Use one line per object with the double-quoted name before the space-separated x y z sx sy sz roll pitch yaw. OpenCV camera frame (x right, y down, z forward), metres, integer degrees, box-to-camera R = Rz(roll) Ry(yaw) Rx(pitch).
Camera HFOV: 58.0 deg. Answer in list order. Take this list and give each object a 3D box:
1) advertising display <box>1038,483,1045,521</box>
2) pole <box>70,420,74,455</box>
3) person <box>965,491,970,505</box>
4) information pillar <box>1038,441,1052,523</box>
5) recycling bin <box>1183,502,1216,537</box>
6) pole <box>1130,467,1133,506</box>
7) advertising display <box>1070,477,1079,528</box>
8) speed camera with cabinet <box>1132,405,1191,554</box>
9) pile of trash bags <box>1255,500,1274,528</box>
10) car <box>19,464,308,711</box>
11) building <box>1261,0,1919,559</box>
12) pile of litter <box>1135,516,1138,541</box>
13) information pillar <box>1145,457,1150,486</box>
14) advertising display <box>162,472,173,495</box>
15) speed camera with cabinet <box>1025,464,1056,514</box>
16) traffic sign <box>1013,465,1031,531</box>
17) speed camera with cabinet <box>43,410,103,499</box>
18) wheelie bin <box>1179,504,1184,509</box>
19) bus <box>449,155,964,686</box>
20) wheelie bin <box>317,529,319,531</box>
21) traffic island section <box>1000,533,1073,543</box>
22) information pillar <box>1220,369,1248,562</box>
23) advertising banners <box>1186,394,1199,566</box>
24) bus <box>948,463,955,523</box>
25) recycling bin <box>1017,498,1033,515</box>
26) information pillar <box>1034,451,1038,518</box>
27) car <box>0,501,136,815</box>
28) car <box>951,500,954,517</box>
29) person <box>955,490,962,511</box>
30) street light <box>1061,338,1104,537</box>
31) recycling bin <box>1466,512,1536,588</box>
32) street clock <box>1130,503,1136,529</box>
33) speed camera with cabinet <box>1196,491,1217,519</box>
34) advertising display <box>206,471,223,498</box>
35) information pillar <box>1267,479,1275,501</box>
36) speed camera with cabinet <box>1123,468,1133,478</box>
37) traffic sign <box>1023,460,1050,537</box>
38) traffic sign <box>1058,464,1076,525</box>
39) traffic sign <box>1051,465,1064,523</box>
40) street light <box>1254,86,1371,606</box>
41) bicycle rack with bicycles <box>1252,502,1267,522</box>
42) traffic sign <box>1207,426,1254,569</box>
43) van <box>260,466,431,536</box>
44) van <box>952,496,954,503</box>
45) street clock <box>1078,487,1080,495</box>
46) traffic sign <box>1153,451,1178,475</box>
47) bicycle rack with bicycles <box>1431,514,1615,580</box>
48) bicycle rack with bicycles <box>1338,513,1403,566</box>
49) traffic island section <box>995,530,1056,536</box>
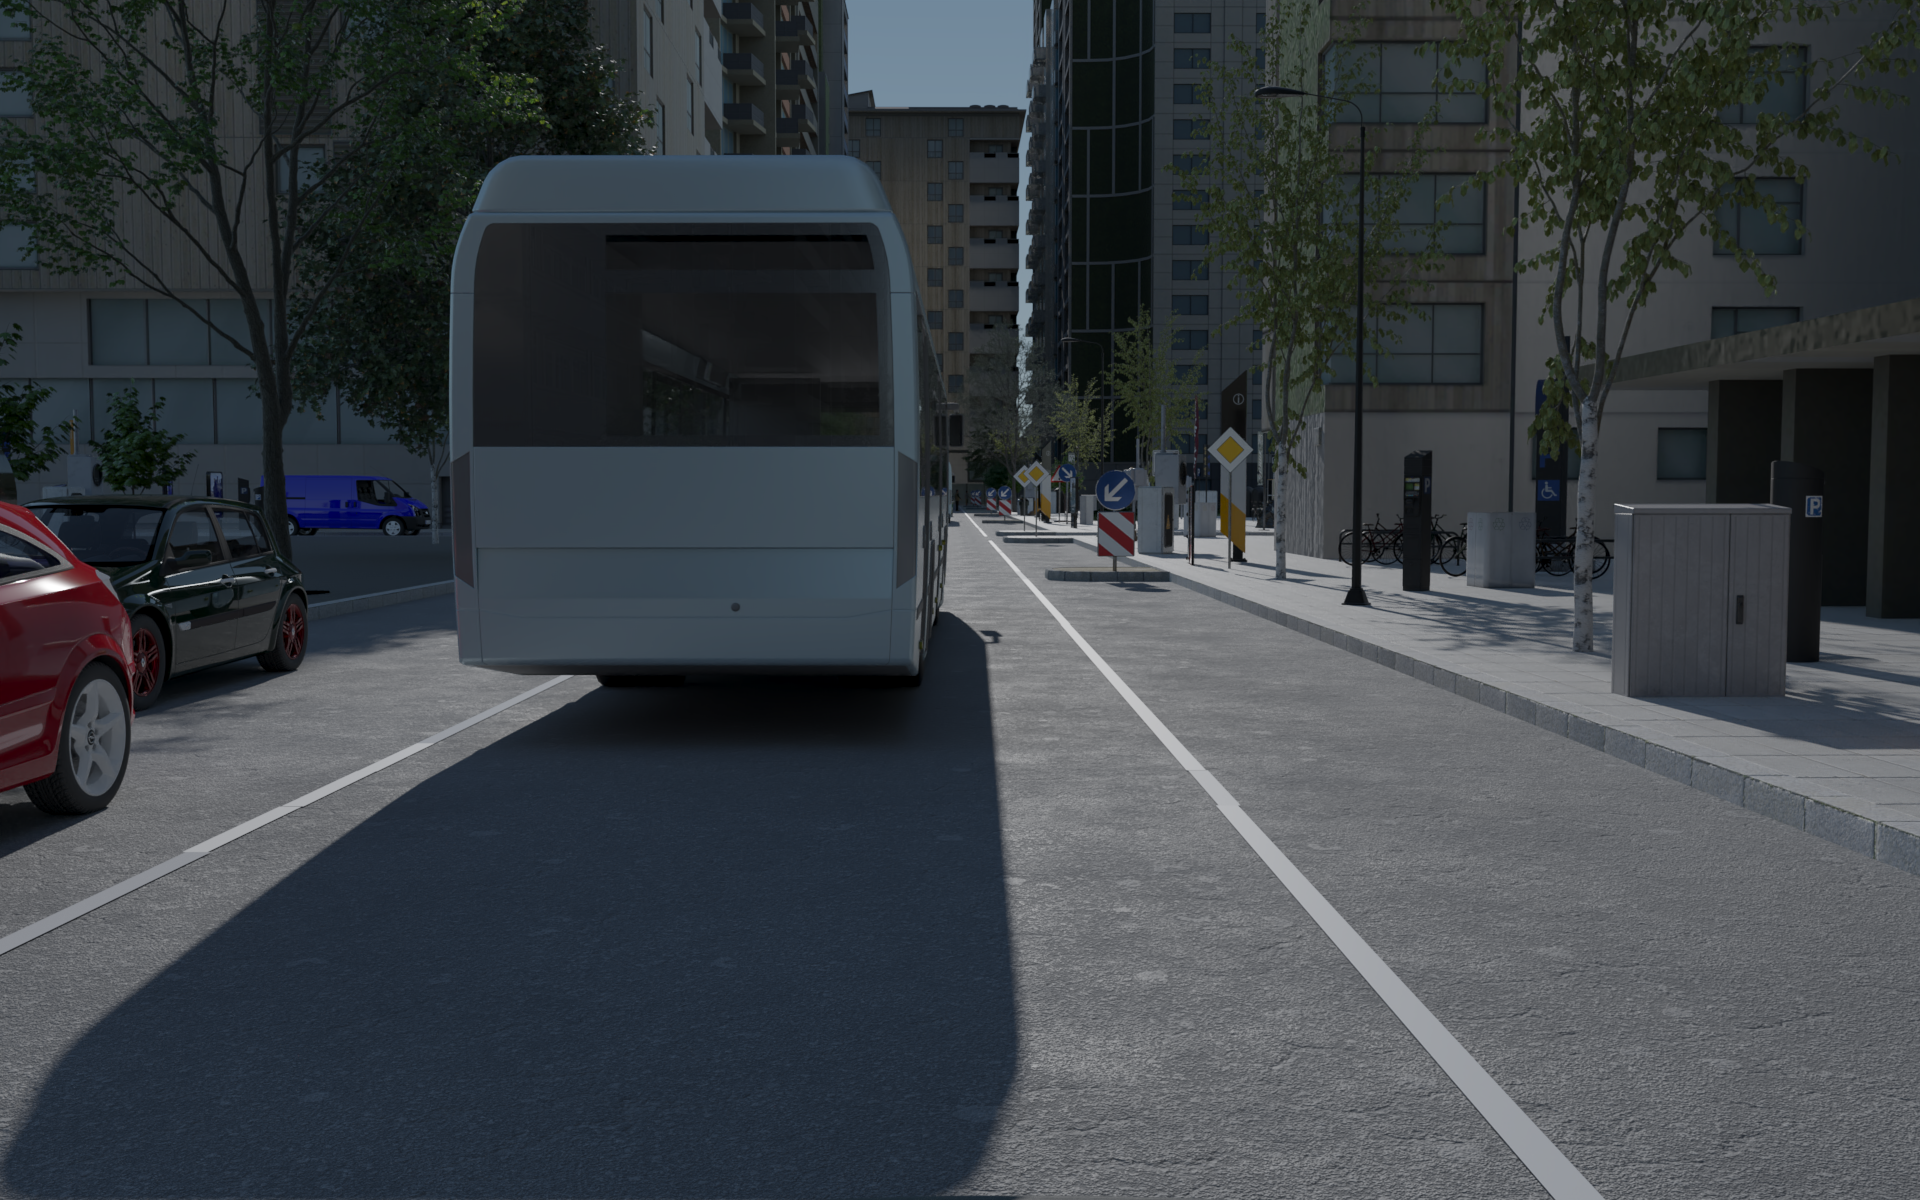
"advertising display" 3.938 -4.663 81.453 0.123 1.923 0.974 2 4 29
"pole" -24.403 -3.298 47.772 0.158 3.312 0.155 0 3 0
"person" 0.794 -11.369 194.385 0.705 1.824 1.348 2 4 23
"information pillar" 3.779 -5.173 75.927 0.504 3.616 0.183 -2 4 -31
"recycling bin" 7.166 -2.396 51.734 0.722 1.027 0.722 -3 4 -38
"pole" 12.907 -8.360 130.529 0.158 3.312 0.155 0 3 0
"advertising display" 4.280 -3.656 64.993 0.123 1.923 0.974 -1 4 -9
"speed camera with cabinet" 4.433 -2.659 37.808 0.660 3.252 2.038 1 4 22
"pile of trash bags" 12.689 -3.457 66.280 1.912 1.369 3.447 2 4 32
"car" -6.232 -0.175 12.640 2.009 1.686 4.222 0 3 0
"building" 14.123 -21.783 39.754 14.154 41.232 14.086 0 4 0
"pile of litter" 4.838 -2.062 47.675 1.176 0.858 1.719 2 4 35
"information pillar" 11.975 -7.297 110.661 0.183 3.616 0.504 2 4 33
"advertising display" -20.036 -2.361 43.822 0.123 1.923 0.974 -1 4 -17
"speed camera with cabinet" 5.292 -7.308 113.822 2.038 3.252 0.660 0 4 1
"traffic sign" 2.220 -3.426 59.663 0.795 2.450 0.064 0 4 0
"speed camera with cabinet" -20.445 -2.790 39.950 0.660 3.252 2.038 0 4 -5
"wheelie bin" 13.906 -6.219 109.593 0.693 1.594 0.980 2 4 28
"bus" -1.462 -1.296 16.052 2.948 3.499 13.247 0 4 0
"wheelie bin" -22.697 -3.204 60.300 0.980 1.594 0.693 -1 4 -8
"traffic island section" 2.298 -1.803 51.756 2.009 0.180 2.903 0 4 0
"information pillar" 5.185 -2.531 32.729 0.504 3.616 0.183 1 4 18
"advertising banners" 4.192 -2.144 31.240 0.090 3.025 2.074 0 4 4
"bus" -1.701 -5.702 88.082 2.948 3.499 13.247 0 4 0
"recycling bin" 4.003 -5.735 106.319 0.722 1.027 0.722 -3 5 -44
"information pillar" 4.290 -6.309 94.503 0.504 3.616 0.183 2 4 34
"car" -4.739 0.166 6.330 2.155 1.783 4.494 0 4 -1
"car" -1.395 -6.039 110.536 2.131 1.459 4.920 0 4 -2
"person" -0.199 -8.383 145.651 0.705 1.812 1.348 -1 4 -21
"street light" 3.700 -4.838 51.638 1.470 5.913 1.316 0 4 0
"recycling bin" 7.466 -0.694 23.906 0.722 1.027 0.722 0 4 -5
"street clock" 6.377 -3.629 63.897 0.358 2.002 0.471 -2 4 -27
"speed camera with cabinet" 12.012 -5.729 88.007 2.038 3.252 0.660 -1 4 -10
"advertising display" -21.291 -2.709 49.501 0.123 1.923 0.974 0 4 -4
"information pillar" 15.493 -4.994 86.145 0.304 2.012 0.304 3 5 41
"speed camera with cabinet" 6.903 -4.168 62.484 2.038 3.252 0.660 -2 4 -25
"traffic sign" 2.275 -2.938 51.678 0.795 2.450 0.064 0 4 0
"traffic sign" 4.505 -4.449 72.851 0.768 2.556 0.104 0 4 1
"traffic sign" 4.437 -4.729 77.316 0.884 2.594 0.081 0 4 5
"street light" 4.055 -2.897 19.915 1.470 5.913 1.316 0 4 0
"bicycle rack with bicycles" 13.560 -4.153 81.289 2.852 0.926 2.925 2 4 28
"traffic sign" 4.625 -1.743 29.684 0.795 2.450 0.064 1 4 8
"van" -19.907 -3.172 56.253 5.245 2.365 2.240 0 4 -1
"van" -1.680 -11.037 187.466 2.013 2.044 4.112 0 4 -2
"street clock" 7.477 -6.501 110.855 0.471 2.002 0.358 0 4 -3
"traffic sign" 4.785 -2.337 40.334 0.606 2.300 0.079 0 4 2
"bicycle rack with bicycles" 8.842 -0.808 26.592 2.925 0.926 2.852 0 4 2
"bicycle rack with bicycles" 8.204 -1.121 31.706 2.925 0.926 2.852 0 4 2
"traffic island section" 2.243 -2.291 59.741 2.009 0.180 2.903 0 4 0
